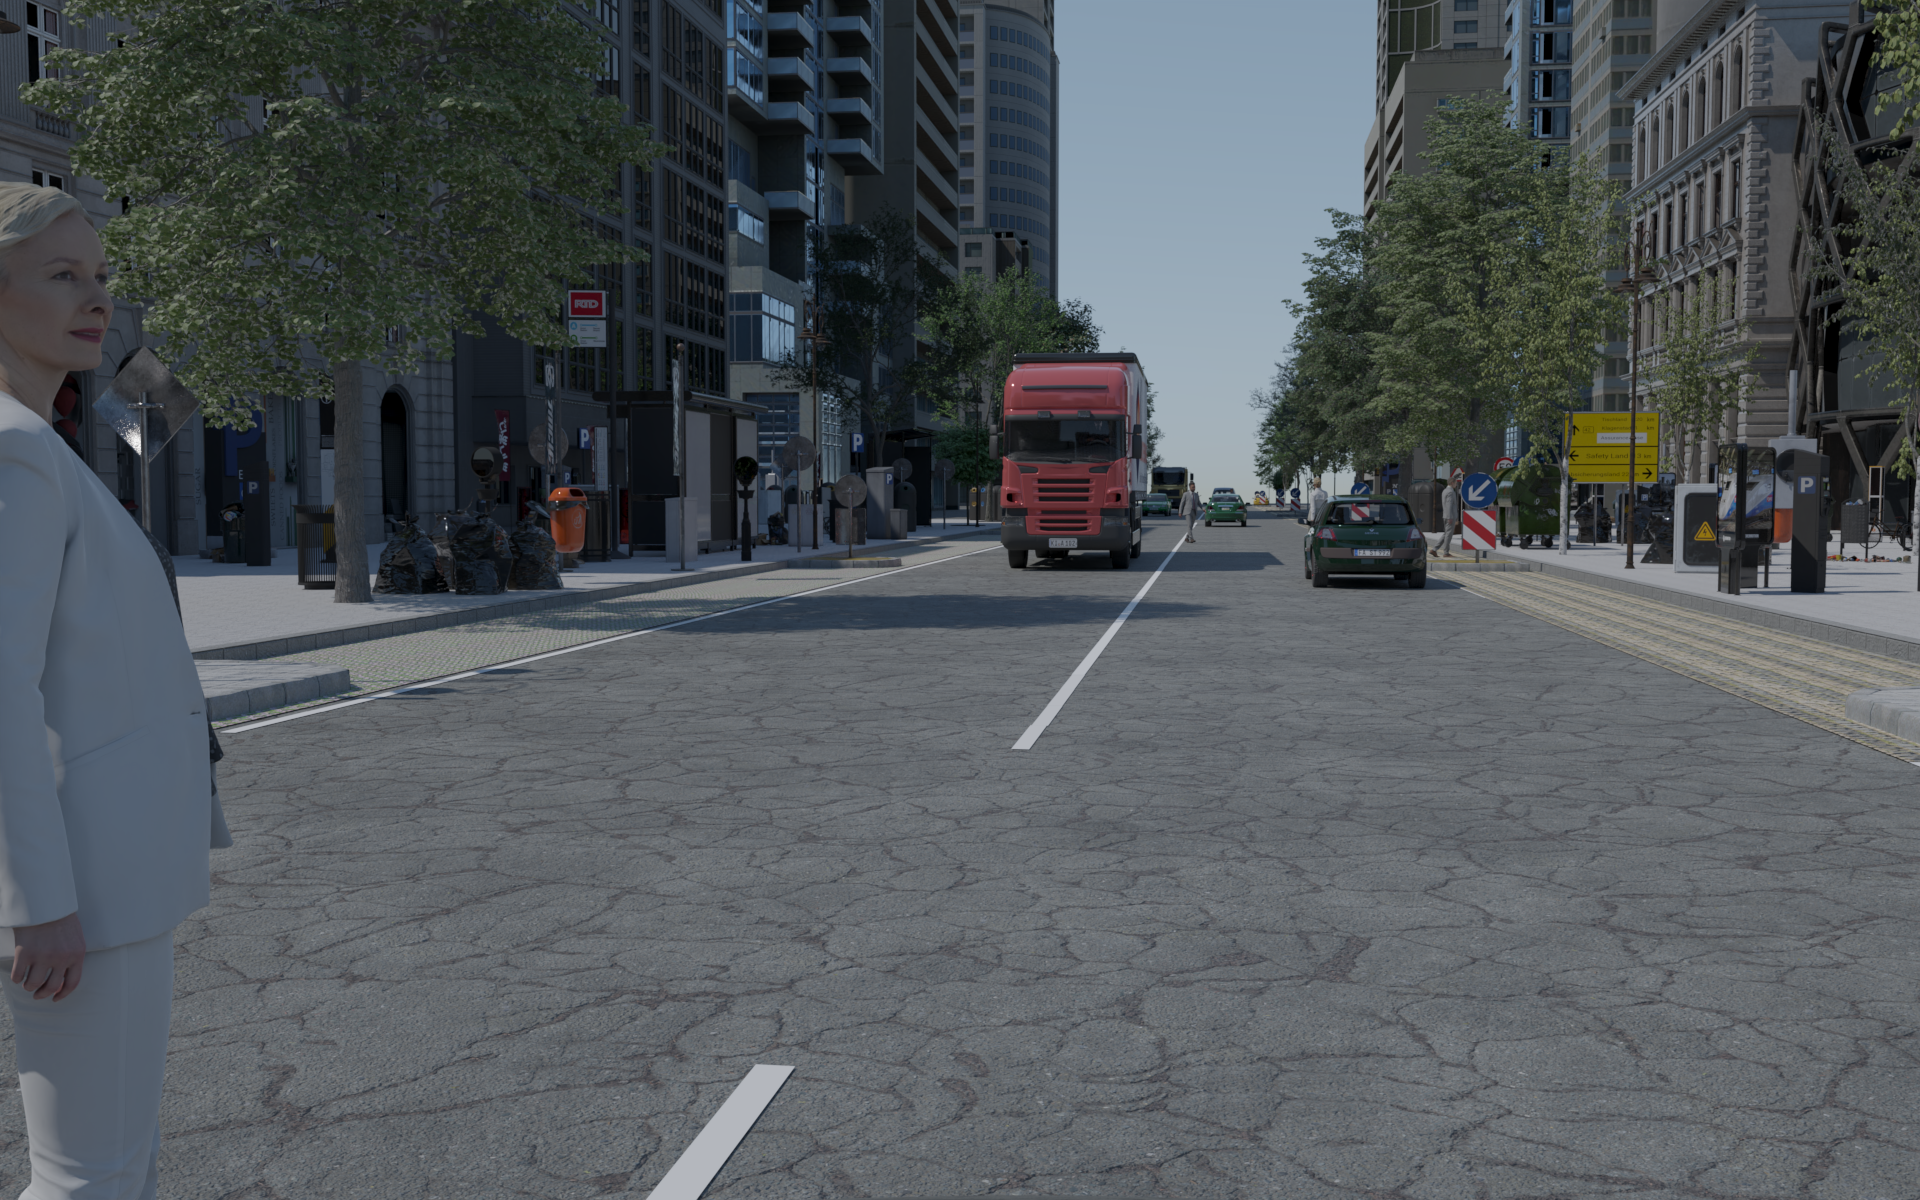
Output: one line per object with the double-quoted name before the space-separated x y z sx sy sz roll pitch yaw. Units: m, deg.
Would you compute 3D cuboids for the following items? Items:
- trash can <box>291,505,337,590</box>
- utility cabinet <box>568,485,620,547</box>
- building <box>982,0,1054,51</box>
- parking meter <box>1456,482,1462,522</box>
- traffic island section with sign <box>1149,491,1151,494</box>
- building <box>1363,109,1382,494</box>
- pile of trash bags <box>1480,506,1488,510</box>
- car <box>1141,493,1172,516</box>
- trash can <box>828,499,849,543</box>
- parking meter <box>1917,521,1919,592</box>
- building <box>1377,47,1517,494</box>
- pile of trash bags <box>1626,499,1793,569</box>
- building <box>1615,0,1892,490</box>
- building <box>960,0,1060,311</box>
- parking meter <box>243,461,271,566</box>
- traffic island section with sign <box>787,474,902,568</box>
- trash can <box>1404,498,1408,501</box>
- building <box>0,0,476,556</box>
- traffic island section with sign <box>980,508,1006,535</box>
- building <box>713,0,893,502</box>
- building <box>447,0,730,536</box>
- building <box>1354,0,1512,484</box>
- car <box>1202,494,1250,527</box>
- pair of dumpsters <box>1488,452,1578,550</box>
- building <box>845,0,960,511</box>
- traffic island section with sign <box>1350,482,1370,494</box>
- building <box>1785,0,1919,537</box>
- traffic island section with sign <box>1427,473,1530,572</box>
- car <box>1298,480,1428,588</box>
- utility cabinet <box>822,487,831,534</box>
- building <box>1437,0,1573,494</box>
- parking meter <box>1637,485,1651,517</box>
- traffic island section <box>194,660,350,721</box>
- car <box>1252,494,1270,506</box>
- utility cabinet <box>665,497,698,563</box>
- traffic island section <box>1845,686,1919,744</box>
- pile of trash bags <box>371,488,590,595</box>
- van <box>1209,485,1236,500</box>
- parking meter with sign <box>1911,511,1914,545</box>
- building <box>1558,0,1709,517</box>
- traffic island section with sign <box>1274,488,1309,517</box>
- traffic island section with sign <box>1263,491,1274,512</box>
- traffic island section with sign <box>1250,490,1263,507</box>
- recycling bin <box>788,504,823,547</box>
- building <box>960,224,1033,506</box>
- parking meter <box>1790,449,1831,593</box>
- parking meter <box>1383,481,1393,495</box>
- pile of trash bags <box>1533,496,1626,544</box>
"trash can" -8.628 -0.718 23.392 0.748 1.137 0.748 0 3 0
"utility cabinet" -8.743 -2.000 41.376 1.173 1.500 0.318 -1 4 -10
"building" 4.227 -48.649 233.667 20.563 71.187 20.611 1 4 8
"parking meter" 22.597 -4.430 78.142 0.399 1.863 0.255 1 4 22
"traffic island section with sign" 21.424 -11.243 192.456 1.989 1.847 2.006 1 4 8
"building" 59.783 -35.668 206.866 21.300 48.544 21.600 1 4 8
"pile of trash bags" 22.048 -3.741 70.915 1.912 1.369 3.447 2 4 33
"car" 12.749 -6.340 112.455 1.959 1.807 4.718 1 4 10
"trash can" -3.143 -2.082 45.702 0.748 1.137 0.748 0 3 0
"parking meter" 12.780 -0.874 22.694 0.372 1.533 0.369 0 3 0
"building" 57.116 -34.355 185.403 21.300 48.544 21.600 1 4 8
"pile of trash bags" 13.742 -1.292 30.875 1.912 1.369 3.447 -1 4 -9
"building" 34.884 -14.839 71.490 11.050 23.489 19.941 1 4 8
"building" 0.199 -40.857 210.018 21.231 58.520 28.212 1 4 8
"parking meter" -12.501 -1.534 30.786 0.399 1.863 0.255 0 4 8
"traffic island section with sign" -2.213 -1.563 34.177 1.989 1.847 2.006 1 4 8
"trash can" 16.611 -3.207 64.087 0.748 1.137 0.748 0 3 0
"building" -21.749 -11.983 37.720 13.314 21.916 24.055 1 4 8
"traffic island section with sign" 1.807 -3.213 61.162 1.989 1.847 2.006 1 4 8
"building" -15.976 -48.344 103.088 22.319 86.520 31.000 1 4 8
"building" -17.974 -16.375 61.234 14.314 27.812 24.014 1 4 8
"building" 63.358 -48.252 227.175 20.563 71.187 20.611 1 4 8
"car" 11.826 -3.984 76.939 2.131 1.459 4.920 1 4 9
"pair of dumpsters" 13.687 -2.402 41.760 1.574 2.255 4.437 1 4 8
"building" -12.109 -30.979 130.213 21.300 48.544 21.600 1 4 8
"traffic island section with sign" 13.555 -3.106 59.404 1.989 1.847 2.006 1 4 8
"building" 34.987 -11.353 53.073 16.820 18.784 16.811 1 4 8
"traffic island section with sign" 9.571 -1.473 32.704 1.989 1.847 2.006 1 4 8
"car" 6.463 -1.103 27.819 2.009 1.686 4.222 1 4 9
"utility cabinet" -4.295 -2.887 55.880 0.318 1.500 1.173 0 4 -4
"building" 48.981 -49.851 127.741 22.319 86.520 31.000 1 4 8
"parking meter" 19.019 -2.432 48.178 0.372 1.533 0.369 0 3 0
"traffic island section" -5.553 0.638 11.845 2.009 0.180 2.903 1 4 8
"car" 34.735 -11.600 199.879 2.015 1.641 3.980 1 4 8
"utility cabinet" -5.294 -1.330 32.899 0.306 1.237 1.020 1 4 11
"traffic island section" 6.505 0.748 10.046 2.009 0.180 2.903 1 4 8
"pile of trash bags" -6.212 -0.844 23.546 1.912 1.369 3.447 2 4 24
"van" 16.658 -6.245 109.111 2.013 2.044 4.112 1 4 10
"parking meter with sign" 24.410 -2.890 43.519 0.543 3.016 1.738 3 5 44
"building" 49.581 -25.042 101.317 32.217 40.220 23.993 1 4 8
"traffic island section with sign" 20.970 -6.140 109.012 1.989 1.847 2.006 1 4 8
"traffic island section with sign" 24.960 -7.773 135.715 1.989 1.847 2.006 1 4 8
"traffic island section with sign" 33.076 -11.099 190.102 1.989 1.847 2.006 1 4 8
"recycling bin" -3.797 -1.839 42.619 0.722 1.027 0.722 1 4 10
"building" 0.283 -25.554 189.508 14.160 30.474 14.107 1 4 8
"parking meter" 11.053 -1.026 22.493 0.255 1.863 0.399 -3 5 -40
"parking meter" 19.578 -4.495 79.210 0.399 1.863 0.255 0 4 -4
"pile of trash bags" 16.718 -2.207 45.839 1.912 1.369 3.447 -3 5 -45
